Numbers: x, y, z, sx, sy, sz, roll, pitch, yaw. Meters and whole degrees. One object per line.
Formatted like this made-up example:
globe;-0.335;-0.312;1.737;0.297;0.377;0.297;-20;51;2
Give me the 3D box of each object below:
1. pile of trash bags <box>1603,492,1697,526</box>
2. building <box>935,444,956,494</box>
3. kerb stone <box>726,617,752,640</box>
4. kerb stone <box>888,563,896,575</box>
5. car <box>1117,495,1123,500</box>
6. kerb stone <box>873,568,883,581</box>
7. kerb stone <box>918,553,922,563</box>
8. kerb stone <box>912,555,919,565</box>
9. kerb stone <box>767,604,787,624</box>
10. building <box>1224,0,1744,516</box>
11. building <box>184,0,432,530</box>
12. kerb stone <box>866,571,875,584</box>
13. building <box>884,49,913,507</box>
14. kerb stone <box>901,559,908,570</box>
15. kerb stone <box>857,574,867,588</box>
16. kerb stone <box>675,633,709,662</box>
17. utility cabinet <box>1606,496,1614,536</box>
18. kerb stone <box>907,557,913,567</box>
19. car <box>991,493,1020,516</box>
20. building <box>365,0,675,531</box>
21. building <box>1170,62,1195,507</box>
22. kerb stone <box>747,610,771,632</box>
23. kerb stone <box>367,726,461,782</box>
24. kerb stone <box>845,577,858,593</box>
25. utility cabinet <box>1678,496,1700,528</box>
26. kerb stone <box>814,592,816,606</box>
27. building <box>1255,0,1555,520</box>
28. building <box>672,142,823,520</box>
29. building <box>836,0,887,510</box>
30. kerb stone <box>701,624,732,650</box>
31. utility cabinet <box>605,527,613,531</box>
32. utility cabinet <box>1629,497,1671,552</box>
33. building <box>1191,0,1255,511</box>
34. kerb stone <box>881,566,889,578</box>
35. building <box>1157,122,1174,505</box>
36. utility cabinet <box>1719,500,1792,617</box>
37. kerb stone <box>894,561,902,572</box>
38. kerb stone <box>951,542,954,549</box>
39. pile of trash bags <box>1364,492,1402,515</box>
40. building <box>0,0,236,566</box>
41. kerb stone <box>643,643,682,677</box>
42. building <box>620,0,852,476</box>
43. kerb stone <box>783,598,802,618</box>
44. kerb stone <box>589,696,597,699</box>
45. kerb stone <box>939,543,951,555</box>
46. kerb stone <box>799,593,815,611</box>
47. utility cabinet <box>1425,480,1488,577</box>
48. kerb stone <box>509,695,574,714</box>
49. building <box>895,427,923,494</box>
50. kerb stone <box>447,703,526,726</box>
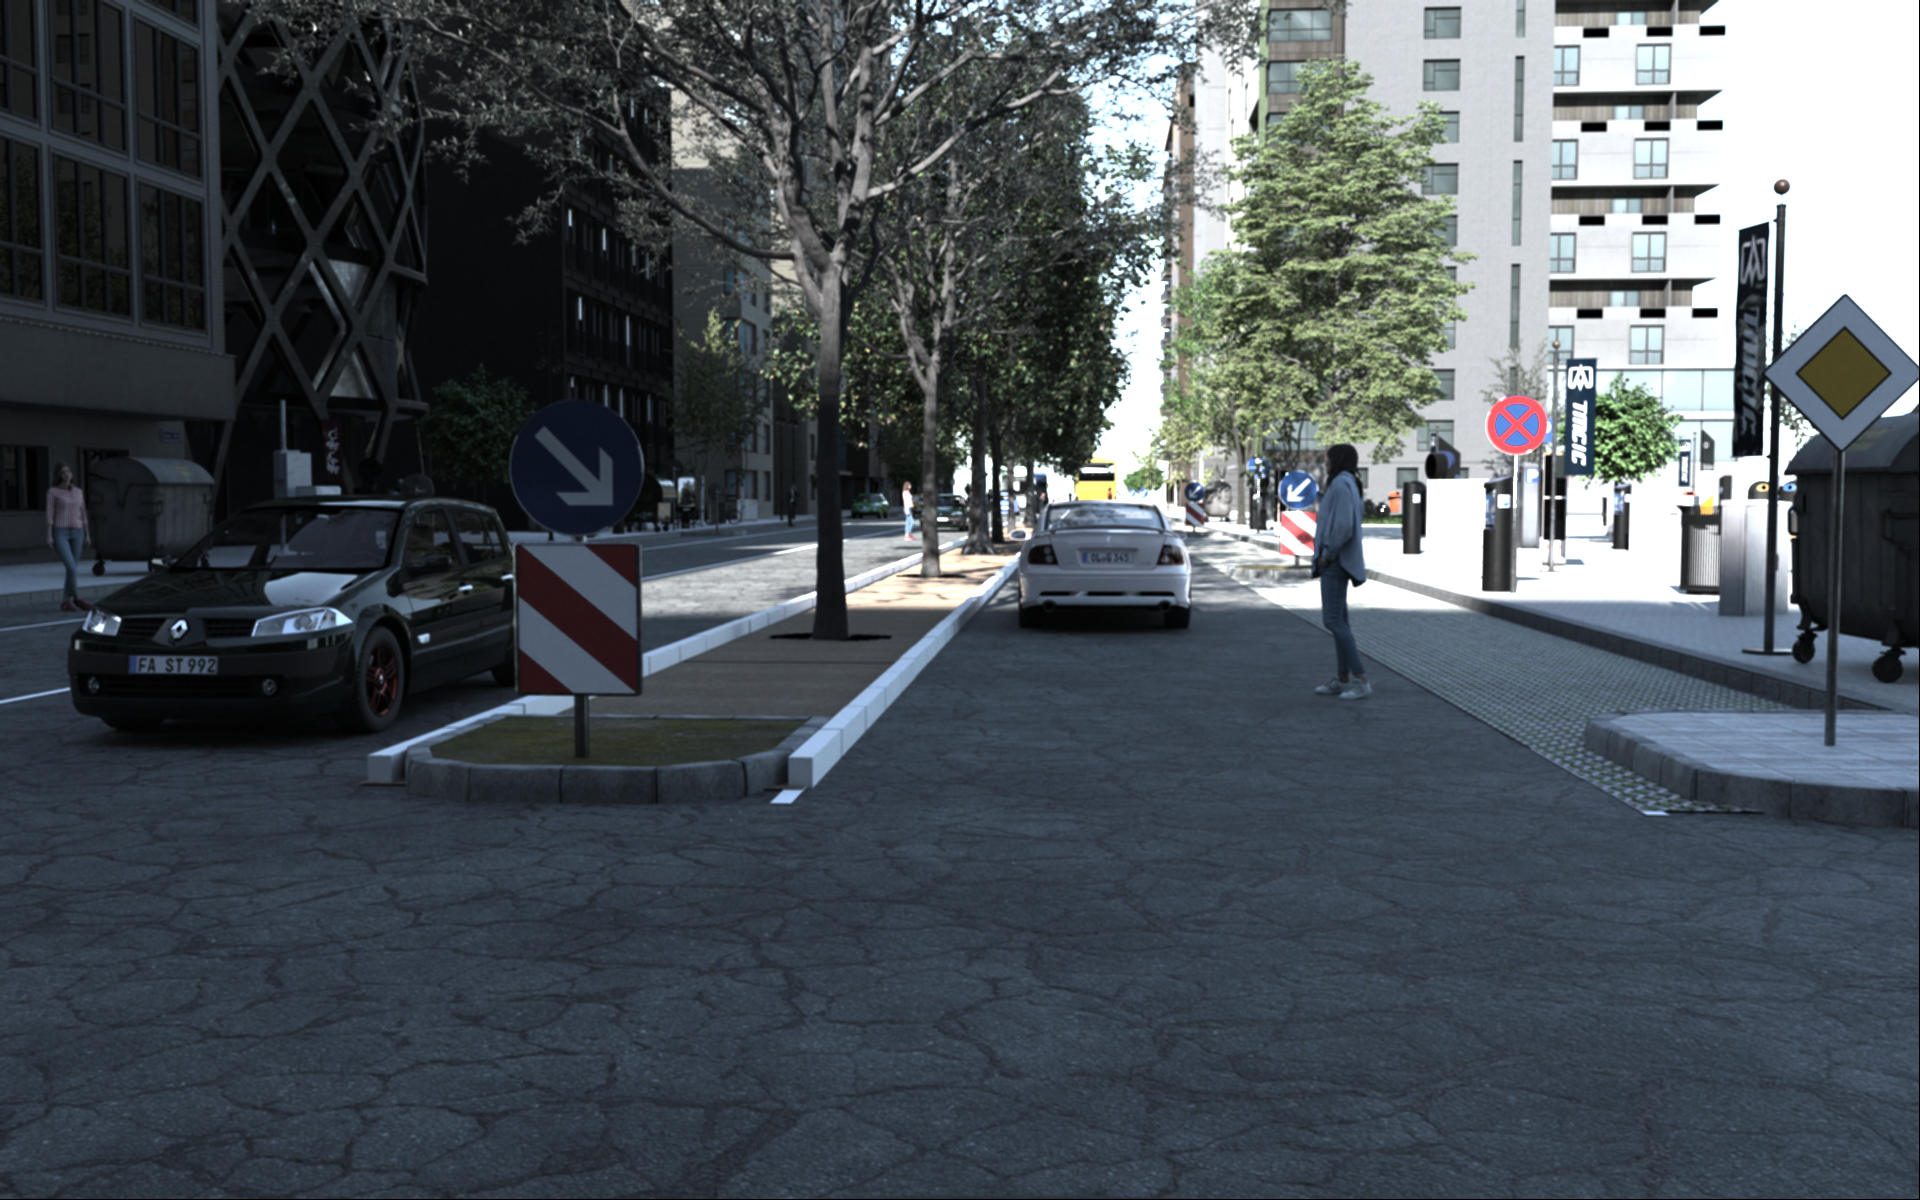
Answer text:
pile of trash bags;27.114;-3.563;68.009;3.447;1.369;1.912;1;4;16
building;-15.419;-23.118;223.014;27.650;21.520;28.899;0;4;4
kerb stone;-2.254;0.305;17.232;0.120;0.150;1.000;0;4;4
kerb stone;-1.292;-0.505;30.518;0.120;0.150;1.000;0;4;4
car;18.876;-12.203;209.745;2.015;1.641;3.980;0;4;3
kerb stone;-1.427;-0.384;28.477;0.120;0.150;1.000;0;4;4
kerb stone;-0.918;-0.822;35.631;0.120;0.150;1.000;0;4;4
kerb stone;-0.985;-0.756;34.602;0.120;0.150;1.000;0;4;4
kerb stone;-2.094;0.182;19.270;0.120;0.150;1.000;0;4;4
building;31.768;-31.966;111.888;28.713;52.752;27.495;0;4;4
building;-23.214;-10.885;45.419;16.820;18.784;16.811;0;4;4
kerb stone;-1.509;-0.321;27.441;0.120;0.150;1.000;0;4;4
building;-15.617;-45.462;181.552;20.563;71.187;20.611;0;4;4
kerb stone;-1.128;-0.627;32.555;0.120;0.150;1.000;0;4;4
kerb stone;-1.575;-0.258;26.420;0.120;0.150;1.000;0;4;4
kerb stone;-2.395;0.431;15.193;0.120;0.150;1.000;0;4;4
utility cabinet;20.310;-2.573;53.234;0.306;1.237;1.020;-1;4;-16
kerb stone;-1.065;-0.695;33.577;0.120;0.150;1.000;0;4;4
car;3.078;-6.513;116.072;1.945;1.707;3.694;0;4;6
building;-19.040;-14.510;66.910;12.332;23.373;15.834;0;4;4
building;28.876;-32.210;176.751;14.600;45.320;14.200;0;4;4
kerb stone;-2.172;0.245;18.251;0.120;0.150;1.000;0;4;4
kerb stone;-2.832;0.812;9.056;0.120;0.150;1.000;0;4;4
kerb stone;-1.656;-0.196;25.402;0.120;0.150;1.000;0;4;4
utility cabinet;27.908;-3.354;66.001;1.020;1.237;0.306;-1;4;-11
kerb stone;-1.871;-0.005;22.340;0.120;0.150;1.000;0;4;4
building;22.738;-19.615;92.402;14.160;30.474;14.107;0;4;4
building;-23.549;-15.644;100.816;27.650;21.520;28.899;0;4;4
building;-13.866;-30.512;148.988;14.600;45.320;14.200;0;4;4
kerb stone;-2.323;0.366;16.212;0.120;0.150;1.000;0;4;4
utility cabinet;-12.139;-3.000;60.217;0.306;1.237;1.020;2;4;26
utility cabinet;15.307;-1.670;38.467;1.020;1.237;0.306;-2;4;-31
building;29.507;-36.575;140.007;21.231;58.520;28.212;0;4;4
kerb stone;-1.361;-0.447;29.497;0.120;0.150;1.000;0;4;4
building;34.423;-33.232;197.962;22.147;44.769;28.867;0;4;4
utility cabinet;8.509;-0.450;18.514;1.020;1.237;0.306;-3;5;-40
kerb stone;-1.207;-0.571;31.536;0.120;0.150;1.000;0;4;4
kerb stone;-0.318;-1.318;43.821;0.120;0.150;1.000;0;4;4
pile of trash bags;18.681;-4.176;78.034;3.447;1.369;1.912;-3;4;-39
building;-22.812;-14.139;24.687;14.314;27.812;24.014;0;4;4
kerb stone;-2.468;0.492;14.162;0.120;0.150;1.000;0;4;4
building;-23.173;-32.987;128.570;28.713;52.752;27.495;0;4;4
kerb stone;-2.019;0.117;20.290;0.120;0.150;1.000;0;4;4
kerb stone;-2.617;0.616;12.123;0.120;0.150;1.000;0;4;4
kerb stone;-0.393;-1.259;42.801;0.120;0.150;1.000;0;4;4
kerb stone;-1.952;0.054;21.310;0.120;0.150;1.000;0;4;4
utility cabinet;7.750;-1.092;26.535;1.173;1.500;0.318;1;4;12
kerb stone;-2.684;0.679;11.101;0.120;0.150;1.000;0;4;4
building;-10.832;-33.624;199.856;14.600;45.320;14.200;0;4;4
kerb stone;-2.762;0.747;10.080;0.120;0.150;1.000;0;4;4
